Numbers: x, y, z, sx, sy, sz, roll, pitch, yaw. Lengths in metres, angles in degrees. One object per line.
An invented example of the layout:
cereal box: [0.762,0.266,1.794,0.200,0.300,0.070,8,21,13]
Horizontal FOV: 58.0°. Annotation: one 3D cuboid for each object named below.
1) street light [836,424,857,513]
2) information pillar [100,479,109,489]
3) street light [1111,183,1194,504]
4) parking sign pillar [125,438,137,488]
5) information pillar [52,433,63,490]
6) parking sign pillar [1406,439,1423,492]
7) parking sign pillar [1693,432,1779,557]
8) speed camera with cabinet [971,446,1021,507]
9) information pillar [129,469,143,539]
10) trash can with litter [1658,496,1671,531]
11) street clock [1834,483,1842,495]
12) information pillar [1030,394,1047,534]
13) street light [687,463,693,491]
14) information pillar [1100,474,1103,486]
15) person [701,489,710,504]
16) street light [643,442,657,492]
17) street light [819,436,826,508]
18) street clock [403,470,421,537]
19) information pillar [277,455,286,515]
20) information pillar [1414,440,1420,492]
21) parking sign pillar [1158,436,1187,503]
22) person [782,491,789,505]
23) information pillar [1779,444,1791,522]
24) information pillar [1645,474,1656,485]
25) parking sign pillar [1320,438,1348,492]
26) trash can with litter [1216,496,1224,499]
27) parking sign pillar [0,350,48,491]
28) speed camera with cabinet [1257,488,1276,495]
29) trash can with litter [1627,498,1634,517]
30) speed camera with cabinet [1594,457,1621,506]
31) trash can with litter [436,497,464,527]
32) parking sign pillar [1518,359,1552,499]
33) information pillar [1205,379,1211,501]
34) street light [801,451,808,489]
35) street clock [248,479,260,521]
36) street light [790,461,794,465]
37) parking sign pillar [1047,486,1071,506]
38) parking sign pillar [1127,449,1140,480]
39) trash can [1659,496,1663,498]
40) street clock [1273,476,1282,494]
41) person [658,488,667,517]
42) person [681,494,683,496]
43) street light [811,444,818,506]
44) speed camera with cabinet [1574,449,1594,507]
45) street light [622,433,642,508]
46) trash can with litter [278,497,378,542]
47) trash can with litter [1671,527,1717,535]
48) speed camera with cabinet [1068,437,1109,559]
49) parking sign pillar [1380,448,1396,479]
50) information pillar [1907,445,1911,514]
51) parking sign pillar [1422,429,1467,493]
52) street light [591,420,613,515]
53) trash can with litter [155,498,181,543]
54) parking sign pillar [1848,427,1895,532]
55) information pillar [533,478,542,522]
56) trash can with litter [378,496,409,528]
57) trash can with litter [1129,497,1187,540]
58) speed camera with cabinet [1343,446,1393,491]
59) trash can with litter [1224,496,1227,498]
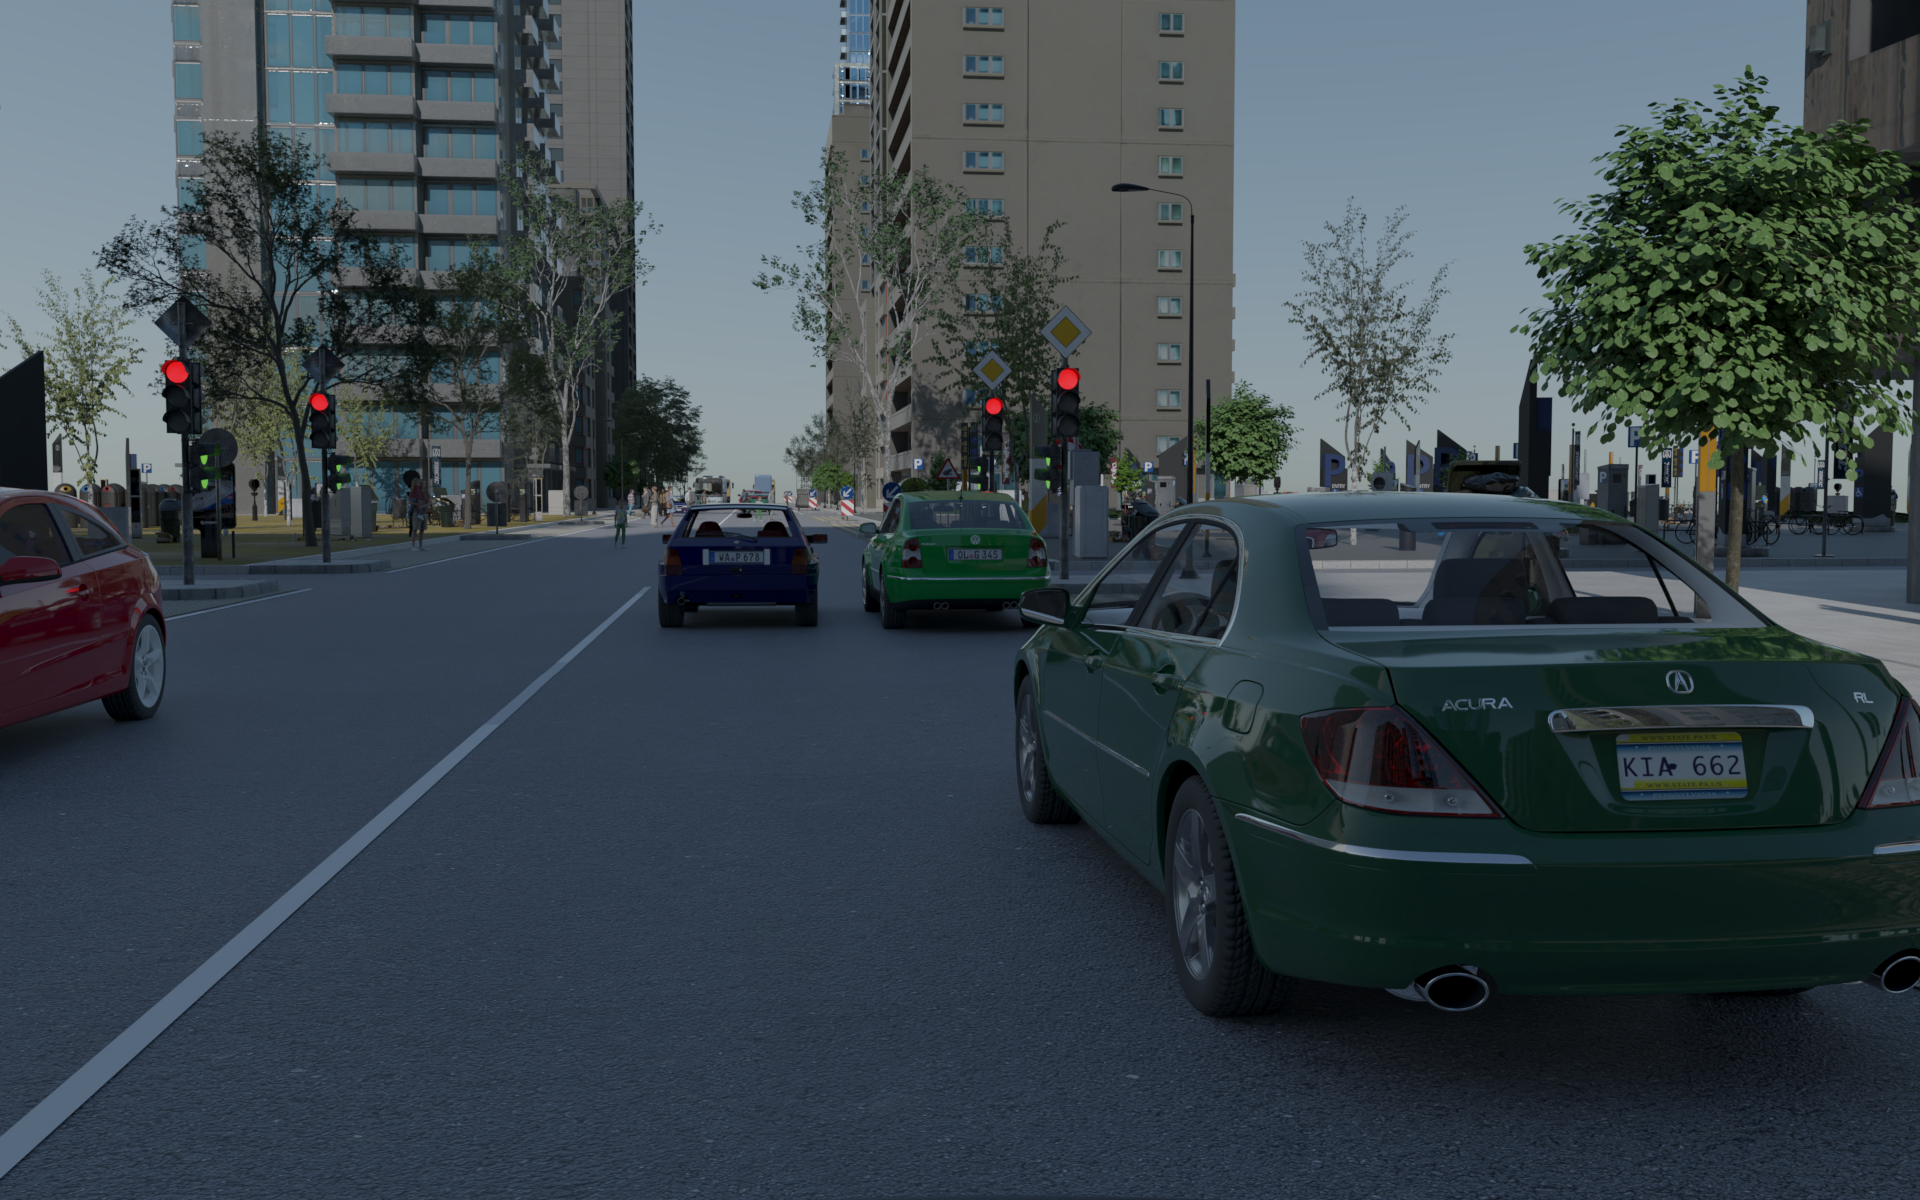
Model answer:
street light: [-7.531,-8.711,114.972,1.470,5.913,1.316,0,4,-7]
information pillar: [-42.186,-4.950,85.430,0.304,2.012,0.304,0,4,-8]
street light: [2.952,-3.276,26.105,1.470,5.913,1.316,0,4,-7]
parking sign pillar: [-40.051,-5.824,83.691,1.447,3.967,1.447,-2,4,-28]
information pillar: [-34.838,-4.622,66.920,0.504,3.616,0.183,2,4,27]
parking sign pillar: [22.481,-5.891,84.788,1.447,3.967,1.447,1,4,14]
parking sign pillar: [16.072,-2.906,35.983,1.447,3.967,1.447,1,4,18]
speed camera with cabinet: [1.504,-4.759,72.150,2.038,3.252,0.660,-1,4,-14]
information pillar: [-23.741,-2.776,49.884,0.304,2.012,0.304,-1,4,-22]
trash can with litter: [24.473,-3.089,61.563,2.233,1.210,1.678,0,4,5]
street clock: [58.211,-6.747,114.887,0.358,2.002,0.471,-1,4,-21]
information pillar: [1.830,-3.017,40.682,0.504,3.616,0.183,-3,4,-39]
street light: [-37.766,-16.186,237.183,1.470,5.913,1.316,0,4,-7]
information pillar: [5.984,-5.000,73.106,0.183,3.616,0.504,0,4,1]
person: [-20.258,-7.885,137.424,0.705,1.824,1.348,1,4,20]
street light: [-27.962,-11.130,154.518,1.470,5.913,1.316,0,4,-7]
street light: [-10.321,-10.137,138.288,1.470,5.913,1.316,0,4,-7]
street clock: [-16.466,-2.905,52.059,0.471,2.002,0.358,0,4,-4]
information pillar: [-40.891,-6.915,104.420,0.504,3.616,0.183,-3,5,-40]
information pillar: [19.758,-5.109,74.895,0.183,3.616,0.504,2,4,35]
parking sign pillar: [9.841,-5.608,80.164,1.447,3.967,1.447,0,4,2]
person: [-18.157,-10.458,180.012,0.750,1.759,0.617,0,4,-1]
information pillar: [38.367,-5.454,80.524,0.183,3.616,0.504,-2,4,-25]
information pillar: [25.500,-3.639,63.989,0.304,2.012,0.304,0,4,5]
parking sign pillar: [18.133,-5.845,84.037,1.447,3.967,1.447,-1,4,-15]
trash can with litter: [13.335,-4.821,90.203,1.055,1.170,0.624,-3,4,-36]
parking sign pillar: [-17.624,-2.665,32.051,1.447,3.967,1.447,2,4,28]
speed camera with cabinet: [18.363,-6.764,104.933,0.660,3.252,2.038,-1,4,-23]
trash can with litter: [37.981,-5.311,98.221,1.055,1.170,0.624,1,4,14]
speed camera with cabinet: [34.591,-6.023,92.809,2.038,3.252,0.660,3,5,42]
trash can with litter: [-19.624,-3.387,66.759,0.624,1.170,1.055,2,4,33]
parking sign pillar: [11.674,-2.862,35.258,1.447,3.967,1.447,1,4,9]
information pillar: [5.030,-2.680,35.173,0.183,3.616,0.504,0,4,7]
street light: [-15.869,-12.976,184.698,1.470,5.913,1.316,0,4,-7]
street clock: [-33.797,-4.796,82.981,0.358,2.002,0.471,2,4,33]
street light: [-22.855,-16.583,243.670,1.470,5.913,1.316,0,4,-7]
parking sign pillar: [5.561,-6.635,96.948,1.447,3.967,1.447,-1,4,-14]
parking sign pillar: [10.158,-6.980,102.602,1.447,3.967,1.447,-2,4,-27]
trash can: [46.457,-6.334,115.210,0.748,1.137,0.748,0,3,0]
street clock: [12.973,-4.054,70.852,0.358,2.002,0.471,1,4,19]
person: [-18.806,-6.182,109.664,1.348,1.812,0.705,0,4,4]
person: [-31.503,-11.301,196.499,0.991,1.433,0.599,1,4,11]
street light: [-13.168,-11.564,161.608,1.470,5.913,1.316,0,4,-7]
speed camera with cabinet: [27.331,-5.054,76.975,0.660,3.252,2.038,0,4,0]
street light: [-25.083,-9.719,131.449,1.470,5.913,1.316,0,4,-7]
trash can with litter: [-17.387,-2.229,47.504,2.233,1.210,1.678,0,4,-5]
trash can with litter: [23.650,-2.671,54.725,1.678,1.210,2.233,2,4,32]
speed camera with cabinet: [2.614,-2.495,35.130,0.660,3.252,2.038,0,4,-3]
parking sign pillar: [25.287,-6.966,102.368,1.447,3.967,1.447,3,5,39]
information pillar: [44.292,-5.470,80.792,0.183,3.616,0.504,1,4,18]
parking sign pillar: [20.271,-5.091,71.716,1.447,3.967,1.447,3,5,45]
street light: [-22.348,-8.299,108.229,1.470,5.913,1.316,0,4,-7]
trash can with litter: [-20.687,-2.078,45.354,0.624,1.170,1.055,-1,4,-11]
parking sign pillar: [31.062,-4.308,58.914,1.447,3.967,1.447,-1,4,-22]
information pillar: [-19.520,-4.624,80.101,0.304,2.012,0.304,-2,4,-35]
trash can with litter: [-21.687,-3.355,65.905,2.233,1.210,1.678,0,4,-2]
trash can with litter: [3.799,-1.380,33.953,0.624,1.170,1.055,-3,4,-36]
speed camera with cabinet: [16.984,-4.765,72.247,2.038,3.252,0.660,3,5,41]
trash can with litter: [15.902,-5.560,101.963,2.233,1.210,1.678,1,4,8]
